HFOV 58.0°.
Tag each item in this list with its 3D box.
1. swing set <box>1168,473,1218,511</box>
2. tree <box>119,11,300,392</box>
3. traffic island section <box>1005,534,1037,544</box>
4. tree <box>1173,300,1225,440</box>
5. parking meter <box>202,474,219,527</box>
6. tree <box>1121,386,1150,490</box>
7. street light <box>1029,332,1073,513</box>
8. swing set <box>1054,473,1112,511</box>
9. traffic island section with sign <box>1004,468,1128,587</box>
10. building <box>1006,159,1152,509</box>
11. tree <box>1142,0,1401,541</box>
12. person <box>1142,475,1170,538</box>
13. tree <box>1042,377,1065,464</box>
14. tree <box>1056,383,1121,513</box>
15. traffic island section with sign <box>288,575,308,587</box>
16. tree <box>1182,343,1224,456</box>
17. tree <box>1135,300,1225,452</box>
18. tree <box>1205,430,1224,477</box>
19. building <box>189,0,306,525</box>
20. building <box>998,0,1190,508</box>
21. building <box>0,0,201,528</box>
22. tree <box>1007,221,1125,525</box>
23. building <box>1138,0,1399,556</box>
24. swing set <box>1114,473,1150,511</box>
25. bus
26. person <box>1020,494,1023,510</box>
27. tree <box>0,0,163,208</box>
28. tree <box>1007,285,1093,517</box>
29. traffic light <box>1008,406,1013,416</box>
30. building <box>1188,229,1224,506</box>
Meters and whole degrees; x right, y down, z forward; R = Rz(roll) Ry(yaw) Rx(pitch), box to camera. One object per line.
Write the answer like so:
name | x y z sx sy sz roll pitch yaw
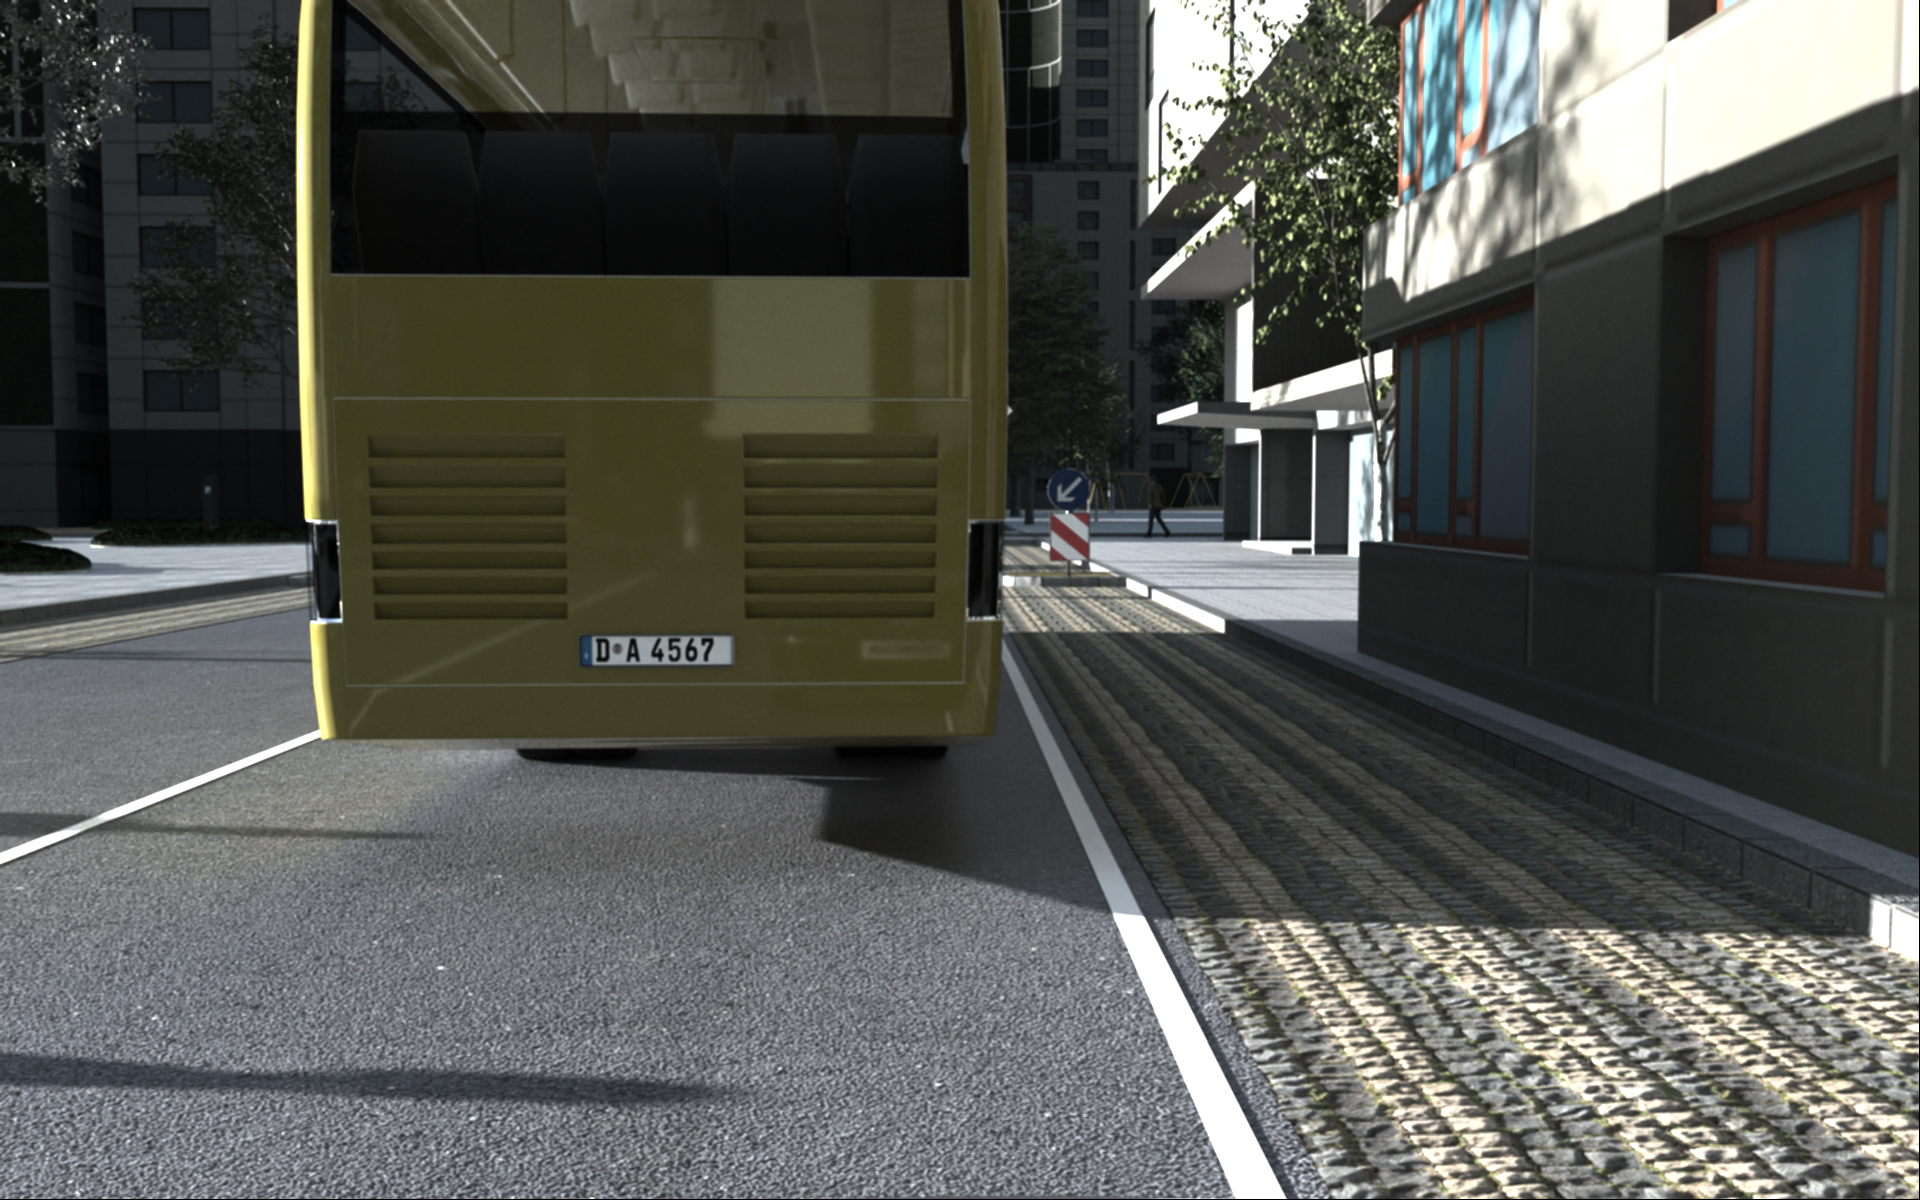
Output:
swing set | 17.635 -8.138 130.679 2.862 2.851 3.119 -1 4 -16
tree | -12.920 -6.123 34.518 7.601 10.594 8.767 -2 4 -26
traffic island section | 1.163 -1.715 50.329 2.009 0.180 2.903 0 4 -1
tree | 14.266 -9.739 84.991 9.928 11.665 9.643 0 3 0
parking meter | -22.001 -2.760 50.838 0.399 1.863 0.255 1 4 11
tree | 10.508 -10.129 115.971 4.360 8.622 3.978 0 3 0
street light | 2.681 -4.734 49.938 1.470 5.913 1.316 0 4 -1
swing set | 9.045 -8.025 128.824 3.119 2.851 2.862 2 4 31
traffic island section with sign | 1.565 -1.155 27.506 1.989 1.847 2.006 0 4 -1
building | 9.301 -23.363 153.684 14.160 30.474 14.107 0 4 -1
tree | 4.267 -4.136 17.991 4.737 8.622 4.395 0 3 0
person | 5.808 -2.762 51.107 0.836 1.842 0.656 1 4 22
tree | 6.529 -8.485 89.088 4.737 8.622 4.395 0 3 0
tree | 7.024 -9.695 108.876 4.360 8.622 3.978 0 3 0
traffic island section with sign | -9.368 -1.159 27.580 1.989 1.847 2.006 0 4 -1
tree | 18.468 -11.928 105.392 12.009 13.543 11.850 0 3 0
tree | 10.431 -7.785 61.695 8.767 10.594 7.601 0 4 7
tree | 20.714 -12.570 123.640 7.486 12.596 7.792 0 3 0
building | -22.350 -38.903 74.322 20.563 71.187 20.611 0 4 -1
building | 10.892 -44.743 169.798 20.563 71.187 20.611 0 4 -1
building | -44.330 -38.345 65.195 20.611 71.187 20.563 0 4 -1
tree | 3.178 -9.427 72.257 7.486 12.596 7.792 0 3 0
building | 18.580 -27.230 34.455 28.713 52.752 27.495 0 4 -1
swing set | 13.174 -8.238 132.311 3.119 2.851 2.862 -2 4 -28
bus | -1.357 -1.264 12.215 2.896 3.916 12.252 0 4 -3
person | 4.786 -8.225 140.485 0.705 1.831 1.348 1 4 23
tree | -12.234 -6.412 15.200 12.009 13.543 11.850 0 3 0
tree | 3.061 -11.724 98.338 9.857 13.997 8.962 0 3 0
traffic light | 1.123 -3.749 50.214 0.839 4.253 0.868 0 4 -1
building | 33.018 -35.387 198.179 30.456 49.044 23.786 0 4 -1
